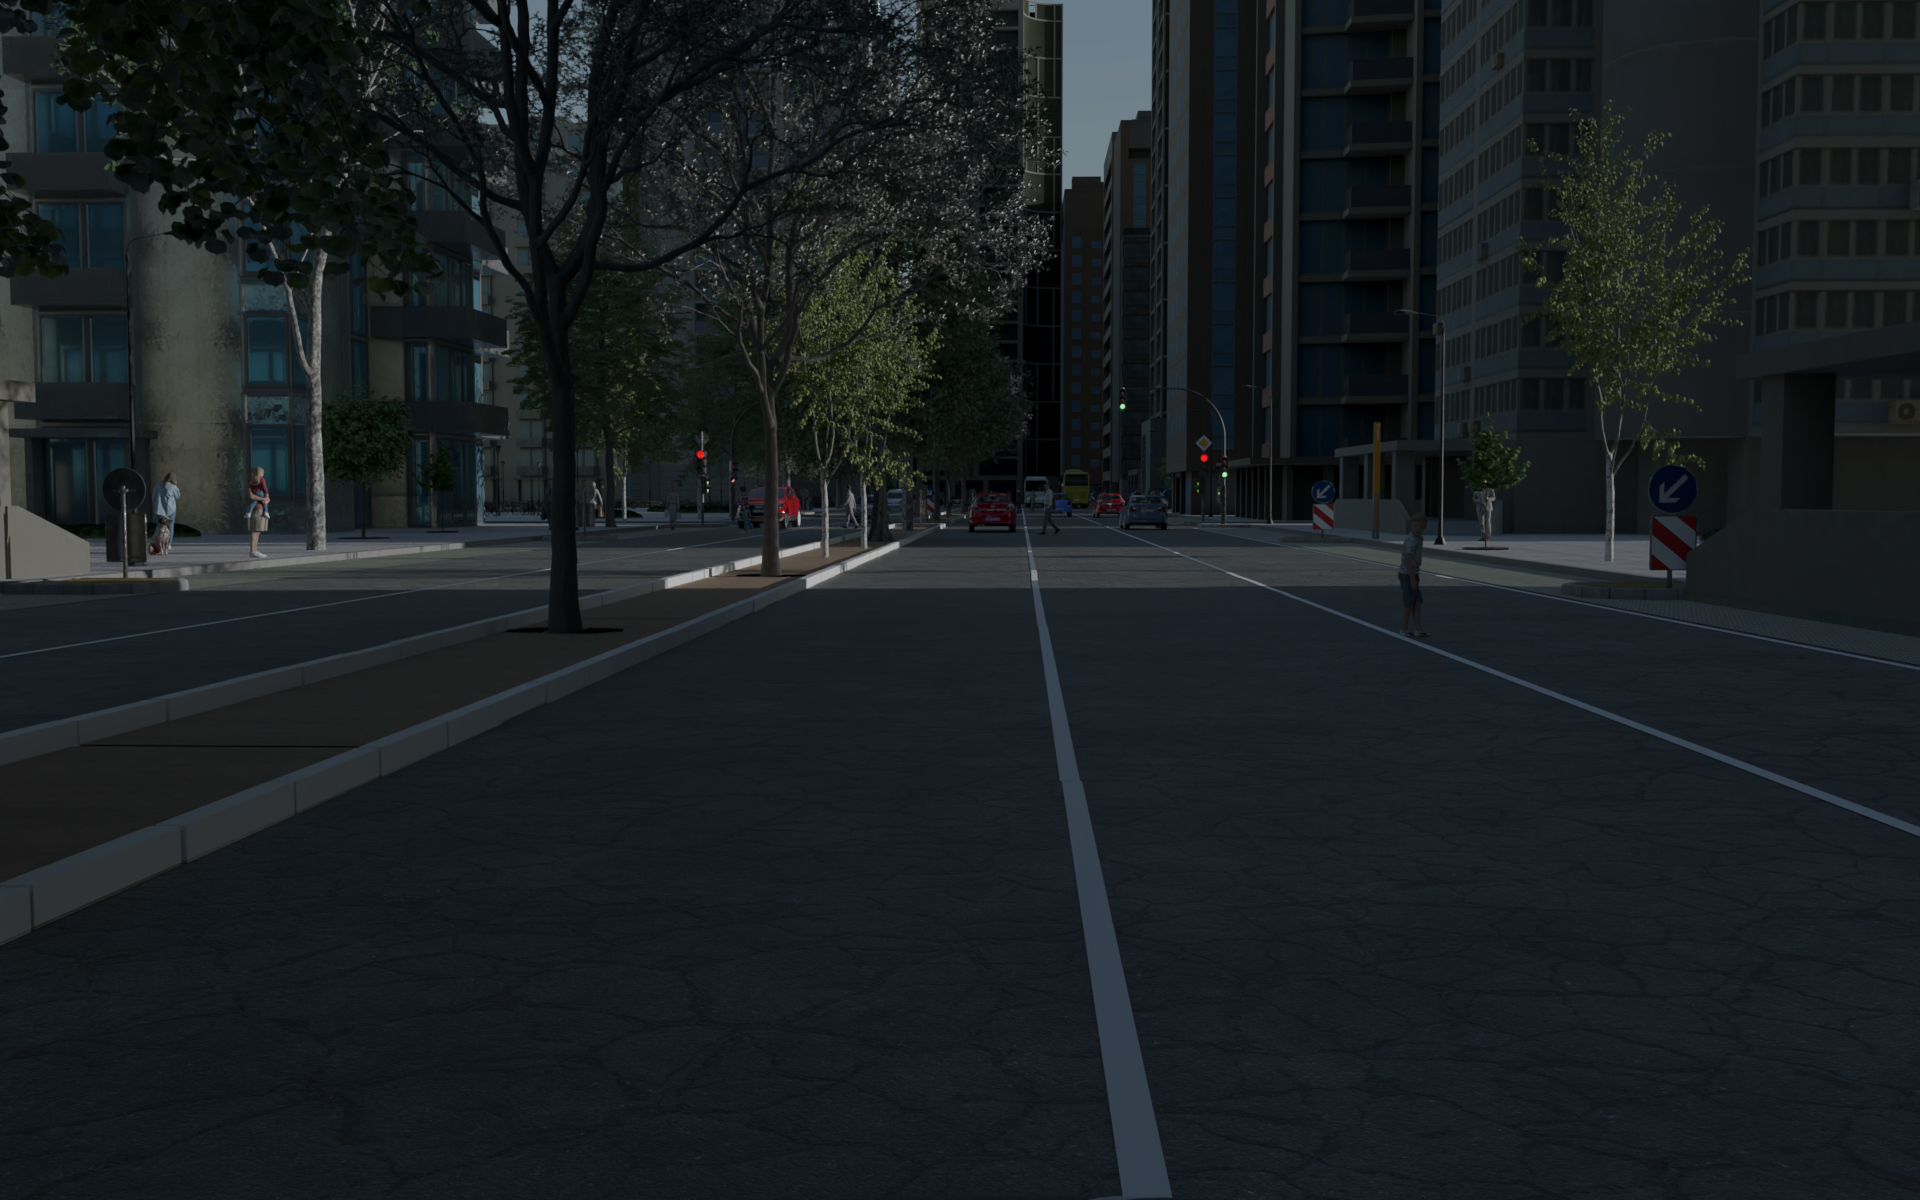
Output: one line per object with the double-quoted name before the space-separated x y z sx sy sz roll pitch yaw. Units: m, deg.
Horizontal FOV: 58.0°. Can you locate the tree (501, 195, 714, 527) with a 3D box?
"tree" -13.917 -9.072 66.457 7.486 12.596 7.792 0 3 0

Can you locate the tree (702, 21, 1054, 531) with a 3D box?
"tree" -3.208 -12.788 67.436 12.611 20.169 13.585 0 3 0

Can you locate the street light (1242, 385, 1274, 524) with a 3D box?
"street light" 12.709 -6.202 73.942 1.470 5.913 1.316 0 4 2

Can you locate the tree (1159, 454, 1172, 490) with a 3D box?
"tree" 15.775 -8.530 123.185 4.285 4.588 4.351 0 3 0

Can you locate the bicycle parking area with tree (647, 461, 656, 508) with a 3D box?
"bicycle parking area with tree" -28.600 -10.123 152.513 9.016 4.147 8.231 -1 4 -22

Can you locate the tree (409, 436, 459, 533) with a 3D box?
"tree" -17.226 -3.860 57.708 1.663 3.219 1.824 0 3 0

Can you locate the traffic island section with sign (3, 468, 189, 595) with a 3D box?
"traffic island section with sign" -12.541 -1.028 25.429 1.989 1.847 2.006 0 4 2

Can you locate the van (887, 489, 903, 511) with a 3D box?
"van" -5.359 -8.418 144.642 2.013 2.044 4.112 0 4 3

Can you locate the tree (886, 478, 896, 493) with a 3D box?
"tree" -8.437 -13.269 211.553 1.663 3.219 1.824 0 3 0

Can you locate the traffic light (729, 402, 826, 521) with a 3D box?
"traffic light" -8.750 -6.608 82.701 4.771 5.953 1.251 0 4 2

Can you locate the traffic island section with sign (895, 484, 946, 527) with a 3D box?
"traffic island section with sign" -1.758 -4.078 74.805 2.006 1.907 1.989 0 4 2

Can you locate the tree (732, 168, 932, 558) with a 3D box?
"tree" -2.992 -5.232 38.365 4.737 8.622 4.395 0 3 0

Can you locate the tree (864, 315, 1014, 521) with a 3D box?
"tree" -1.252 -10.032 84.602 7.486 12.596 7.792 0 3 0

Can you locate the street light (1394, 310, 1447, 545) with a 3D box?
"street light" 11.633 -4.357 43.781 1.470 5.913 1.316 0 4 2

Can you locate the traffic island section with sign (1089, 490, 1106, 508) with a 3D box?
"traffic island section with sign" 15.071 -10.739 184.207 1.989 1.847 2.006 0 4 2

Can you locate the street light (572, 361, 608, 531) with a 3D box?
"street light" -12.995 -5.390 60.670 1.470 5.913 1.316 0 4 2

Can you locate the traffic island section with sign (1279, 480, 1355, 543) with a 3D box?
"traffic island section with sign" 10.479 -2.599 51.125 1.989 1.847 2.006 0 4 2

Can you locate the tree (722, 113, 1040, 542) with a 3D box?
"tree" -2.416 -8.099 51.890 9.611 12.733 9.660 0 3 0

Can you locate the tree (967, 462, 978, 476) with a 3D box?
"tree" 0.240 -11.651 143.314 4.360 8.622 3.978 0 3 0

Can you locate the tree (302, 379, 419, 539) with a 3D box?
"tree" -17.201 -4.034 49.662 4.285 4.588 4.351 0 3 0

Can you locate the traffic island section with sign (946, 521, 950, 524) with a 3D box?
"traffic island section with sign" -1.493 -4.530 82.207 2.006 1.907 1.989 0 4 2

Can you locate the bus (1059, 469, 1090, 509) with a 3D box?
"bus" 11.438 -11.093 172.918 2.896 3.916 12.252 0 4 2

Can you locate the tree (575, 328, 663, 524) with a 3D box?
"tree" -14.622 -7.559 73.950 4.737 8.622 4.395 0 3 0

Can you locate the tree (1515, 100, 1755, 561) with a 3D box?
"tree" 12.388 -5.029 32.593 4.737 8.622 4.395 0 3 0

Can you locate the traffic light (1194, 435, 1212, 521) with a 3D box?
"traffic light" 11.505 -5.692 81.986 0.839 4.253 0.868 0 4 2

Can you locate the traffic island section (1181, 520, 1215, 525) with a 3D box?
"traffic island section" 11.545 -3.659 82.099 2.009 0.180 2.903 0 4 2

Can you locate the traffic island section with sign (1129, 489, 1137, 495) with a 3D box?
"traffic island section with sign" 13.361 -7.712 134.719 1.989 1.847 2.006 0 4 2

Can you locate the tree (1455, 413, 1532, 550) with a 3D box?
"tree" 12.032 -2.768 39.860 1.663 3.219 1.824 0 3 0

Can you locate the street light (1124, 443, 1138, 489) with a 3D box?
"street light" 15.539 -11.284 157.039 1.470 5.913 1.316 0 4 2

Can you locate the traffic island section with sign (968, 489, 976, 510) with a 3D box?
"traffic island section with sign" 1.087 -9.123 157.302 2.006 1.907 1.989 0 4 2

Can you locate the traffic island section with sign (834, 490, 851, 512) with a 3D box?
"traffic island section with sign" -8.749 -7.744 135.249 1.989 1.847 2.006 0 4 2

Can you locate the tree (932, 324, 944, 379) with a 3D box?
"tree" -2.463 -5.610 44.550 4.737 8.622 4.395 0 3 0

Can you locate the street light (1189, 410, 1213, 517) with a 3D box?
"street light" 13.389 -7.556 96.088 1.470 5.913 1.316 0 4 2

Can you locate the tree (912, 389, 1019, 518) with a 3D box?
"tree" -0.627 -10.162 103.019 8.767 10.594 7.601 0 4 2

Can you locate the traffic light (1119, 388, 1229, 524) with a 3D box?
"traffic light" 9.136 -6.071 73.936 4.771 5.953 1.251 0 4 2

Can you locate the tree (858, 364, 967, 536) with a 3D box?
"tree" -1.919 -6.505 59.169 4.360 8.622 3.978 0 3 0

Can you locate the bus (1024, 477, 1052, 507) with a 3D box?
"bus" 8.572 -12.000 191.061 2.948 3.499 13.247 0 4 4

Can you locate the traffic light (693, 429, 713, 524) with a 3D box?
"traffic light" -11.119 -5.250 74.758 0.839 4.253 0.868 0 4 2

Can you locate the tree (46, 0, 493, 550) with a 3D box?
"tree" -16.013 -11.263 40.039 12.611 20.169 13.585 0 3 0

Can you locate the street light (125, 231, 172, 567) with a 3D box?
"street light" -14.073 -3.545 30.510 1.470 5.913 1.316 0 4 2

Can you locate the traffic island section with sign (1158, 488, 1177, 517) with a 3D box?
"traffic island section with sign" 12.424 -6.041 107.394 1.989 1.847 2.006 0 4 2

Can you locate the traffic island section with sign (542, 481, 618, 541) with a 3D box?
"traffic island section with sign" -11.589 -2.720 53.096 1.989 1.847 2.006 0 4 2

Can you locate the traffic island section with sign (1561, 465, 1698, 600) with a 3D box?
"traffic island section with sign" 9.551 -0.952 24.186 1.989 1.847 2.006 0 4 2

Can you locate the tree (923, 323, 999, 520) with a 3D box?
"tree" -1.287 -10.149 94.148 9.928 11.665 9.643 0 3 0

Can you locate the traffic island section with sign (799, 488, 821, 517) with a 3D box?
"traffic island section with sign" -9.697 -6.067 107.824 1.989 1.847 2.006 0 4 2

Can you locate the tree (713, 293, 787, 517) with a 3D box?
"tree" -12.335 -10.915 96.594 7.486 12.596 7.792 0 3 0

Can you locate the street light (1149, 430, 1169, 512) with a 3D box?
"street light" 14.498 -9.401 126.248 1.470 5.913 1.316 0 4 2

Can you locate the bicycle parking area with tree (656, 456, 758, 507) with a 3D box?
"bicycle parking area with tree" -18.388 -9.435 141.263 9.016 4.147 8.231 2 4 27

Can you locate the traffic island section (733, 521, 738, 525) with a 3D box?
"traffic island section" -10.883 -3.706 82.874 2.009 0.180 2.903 0 4 2

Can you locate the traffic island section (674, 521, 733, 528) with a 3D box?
"traffic island section" -11.158 -3.218 74.894 2.009 0.180 2.903 0 4 2

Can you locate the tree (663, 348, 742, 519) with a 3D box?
"tree" -13.260 -8.429 88.172 4.360 8.622 3.978 0 3 0

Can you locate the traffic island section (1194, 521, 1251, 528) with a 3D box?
"traffic island section" 11.270 -3.171 74.118 2.009 0.180 2.903 0 4 2

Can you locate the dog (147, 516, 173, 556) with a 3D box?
"dog" -16.752 -1.341 36.298 0.513 0.831 0.800 -1 4 -22

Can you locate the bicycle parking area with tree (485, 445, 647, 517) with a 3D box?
"bicycle parking area with tree" -24.597 -6.991 101.308 8.231 4.147 9.016 2 4 29
